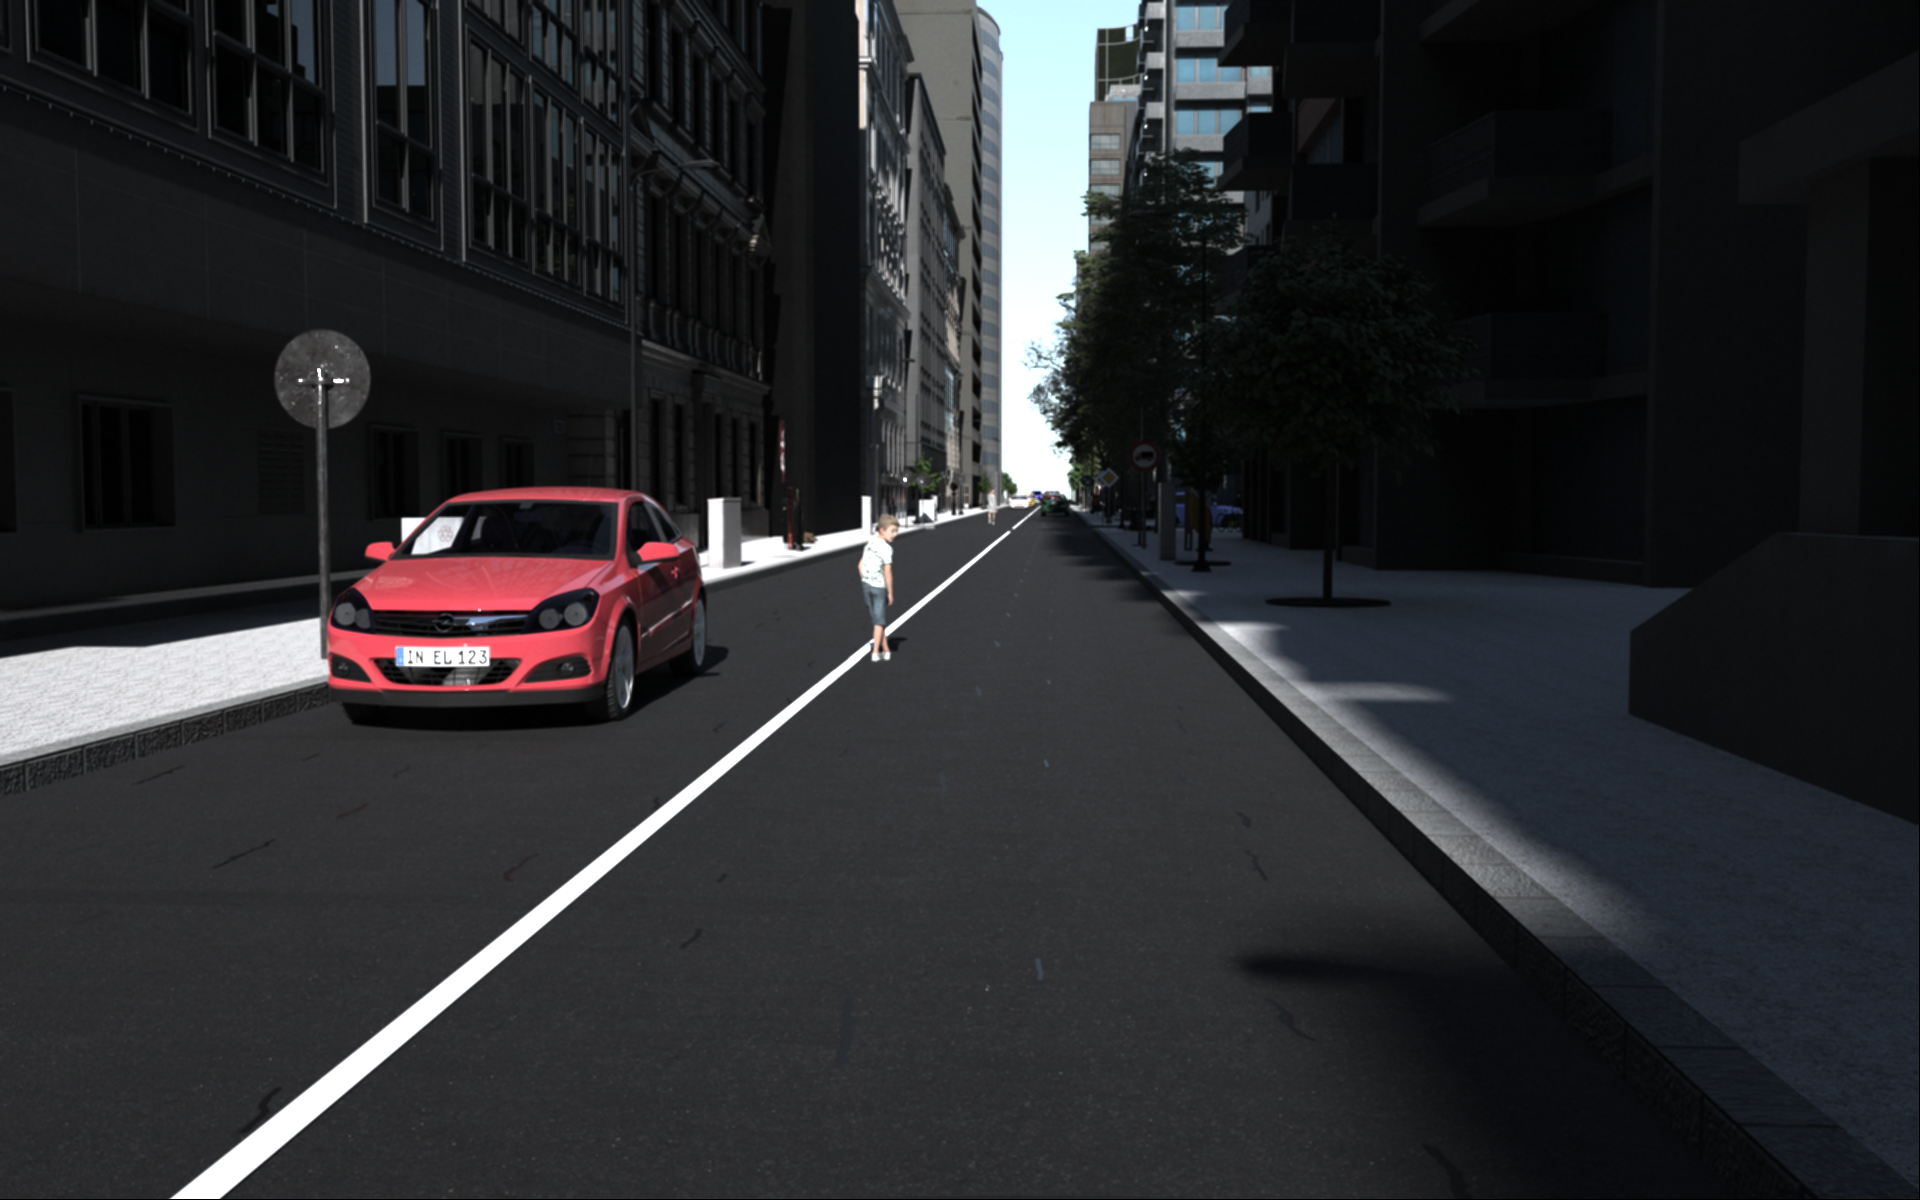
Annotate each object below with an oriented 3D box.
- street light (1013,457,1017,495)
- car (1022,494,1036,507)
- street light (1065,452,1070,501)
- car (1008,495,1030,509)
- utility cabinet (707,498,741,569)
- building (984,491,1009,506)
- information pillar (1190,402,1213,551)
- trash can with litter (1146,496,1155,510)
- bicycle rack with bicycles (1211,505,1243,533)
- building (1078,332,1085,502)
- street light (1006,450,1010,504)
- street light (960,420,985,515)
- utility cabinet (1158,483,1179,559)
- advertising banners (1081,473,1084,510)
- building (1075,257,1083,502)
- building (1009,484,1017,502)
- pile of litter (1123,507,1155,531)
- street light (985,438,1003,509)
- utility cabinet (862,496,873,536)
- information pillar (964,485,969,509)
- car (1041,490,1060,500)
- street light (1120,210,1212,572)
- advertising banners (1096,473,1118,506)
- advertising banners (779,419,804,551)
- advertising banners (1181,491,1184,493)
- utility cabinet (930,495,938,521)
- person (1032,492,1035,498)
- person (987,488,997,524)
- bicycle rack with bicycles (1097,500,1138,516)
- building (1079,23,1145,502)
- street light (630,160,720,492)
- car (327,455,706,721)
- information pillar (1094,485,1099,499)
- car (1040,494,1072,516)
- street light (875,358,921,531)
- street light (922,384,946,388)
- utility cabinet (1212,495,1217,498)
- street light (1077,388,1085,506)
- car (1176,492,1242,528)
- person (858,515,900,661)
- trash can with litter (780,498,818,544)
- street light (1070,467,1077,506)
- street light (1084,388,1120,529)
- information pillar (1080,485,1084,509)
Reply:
[{"bbox_3d":[6.515,-15.079,219.080,1.470,5.913,1.316,0,4,3],"label":"street light"},{"bbox_3d":[7.333,-11.004,190.137,2.015,1.641,3.980,0,4,3],"label":"car"},{"bbox_3d":[10.329,-11.094,153.931,1.470,5.913,1.316,0,4,3],"label":"street light"},{"bbox_3d":[5.703,-9.449,166.845,2.083,1.381,4.827,0,4,1],"label":"car"},{"bbox_3d":[-4.093,-1.159,30.105,0.306,1.237,1.020,1,4,10],"label":"utility cabinet"},{"bbox_3d":[-9.937,-33.813,244.725,32.217,40.220,23.993,0,4,3],"label":"building"},{"bbox_3d":[5.434,-2.911,38.952,0.504,3.616,0.183,-1,4,-18],"label":"information pillar"},{"bbox_3d":[12.091,-5.985,109.236,1.055,1.170,0.624,-3,5,-40],"label":"trash can with litter"},{"bbox_3d":[8.945,-2.725,57.930,2.852,0.926,2.925,-1,4,-9],"label":"bicycle rack with bicycles"},{"bbox_3d":[26.378,-31.350,284.266,14.160,30.474,14.107,0,4,3],"label":"building"},{"bbox_3d":[4.648,-12.944,184.170,1.470,5.913,1.316,0,4,3],"label":"street light"},{"bbox_3d":[0.628,-8.304,108.306,1.470,5.913,1.316,0,4,3],"label":"street light"},{"bbox_3d":[4.101,-1.563,34.227,0.318,1.500,1.173,0,4,4],"label":"utility cabinet"},{"bbox_3d":[9.936,-8.817,140.338,0.090,3.025,2.074,1,4,10],"label":"advertising banners"},{"bbox_3d":[26.942,-37.607,298.463,14.154,41.232,14.086,0,4,3],"label":"building"},{"bbox_3d":[-6.644,-36.736,292.513,32.217,40.220,23.993,0,4,3],"label":"building"},{"bbox_3d":[6.336,-2.852,60.590,1.176,0.858,1.719,0,4,-8],"label":"pile of litter"},{"bbox_3d":[2.774,-10.812,149.325,1.470,5.913,1.316,0,4,3],"label":"street light"},{"bbox_3d":[-2.890,-2.624,54.071,0.306,1.237,1.020,0,3,0],"label":"utility cabinet"},{"bbox_3d":[0.519,-8.713,146.952,0.304,2.012,0.304,-3,4,-36],"label":"information pillar"},{"bbox_3d":[9.570,-10.471,179.873,2.281,1.827,5.304,0,4,5],"label":"car"},{"bbox_3d":[3.456,-3.423,28.511,1.470,5.913,1.316,0,4,3],"label":"street light"},{"bbox_3d":[12.004,-8.852,140.916,2.074,3.025,0.090,-1,4,-19],"label":"advertising banners"},{"bbox_3d":[-3.887,-2.668,39.813,0.090,3.025,2.074,-1,4,-19],"label":"advertising banners"},{"bbox_3d":[13.587,-6.659,105.066,0.090,3.025,2.074,0,4,-1],"label":"advertising banners"},{"bbox_3d":[-1.242,-4.363,82.500,0.306,1.237,1.020,0,4,-5],"label":"utility cabinet"},{"bbox_3d":[9.836,-13.719,233.614,0.445,1.727,0.742,2,4,24],"label":"person"},{"bbox_3d":[1.521,-4.447,81.966,0.466,1.731,0.760,0,4,6],"label":"person"},{"bbox_3d":[9.266,-5.433,102.216,2.852,0.926,2.925,0,4,-7],"label":"bicycle rack with bicycles"},{"bbox_3d":[28.729,-50.594,265.456,20.563,71.187,20.611,0,4,3],"label":"building"},{"bbox_3d":[-4.035,-3.165,24.289,1.470,5.913,1.316,0,4,3],"label":"street light"},{"bbox_3d":[-2.973,-0.199,12.288,2.155,1.783,4.494,0,4,1],"label":"car"},{"bbox_3d":[10.798,-8.104,136.985,0.304,2.012,0.304,-1,4,-9],"label":"information pillar"},{"bbox_3d":[6.241,-6.207,113.274,2.131,1.459,4.920,0,4,5],"label":"car"},{"bbox_3d":[-2.231,-5.318,59.492,1.470,5.913,1.316,0,4,3],"label":"street light"},{"bbox_3d":[-1.287,-6.158,73.229,1.470,5.913,1.316,0,4,3],"label":"street light"},{"bbox_3d":[14.900,-5.684,104.094,1.020,1.237,0.306,0,4,-4],"label":"utility cabinet"},{"bbox_3d":[5.976,-6.308,75.676,1.470,5.913,1.316,0,4,3],"label":"street light"},{"bbox_3d":[9.608,-3.630,68.941,3.694,1.707,1.945,0,4,3],"label":"car"},{"bbox_3d":[-0.696,-0.106,14.912,0.352,1.250,0.332,0,4,-5],"label":"person"},{"bbox_3d":[-4.182,-2.071,45.242,1.055,1.170,0.624,2,4,32],"label":"trash can with litter"},{"bbox_3d":[7.974,-8.469,111.012,1.470,5.913,1.316,0,4,3],"label":"street light"},{"bbox_3d":[5.408,-5.560,63.441,1.470,5.913,1.316,0,4,3],"label":"street light"},{"bbox_3d":[10.194,-8.606,145.195,0.304,2.012,0.304,0,4,-6],"label":"information pillar"}]
